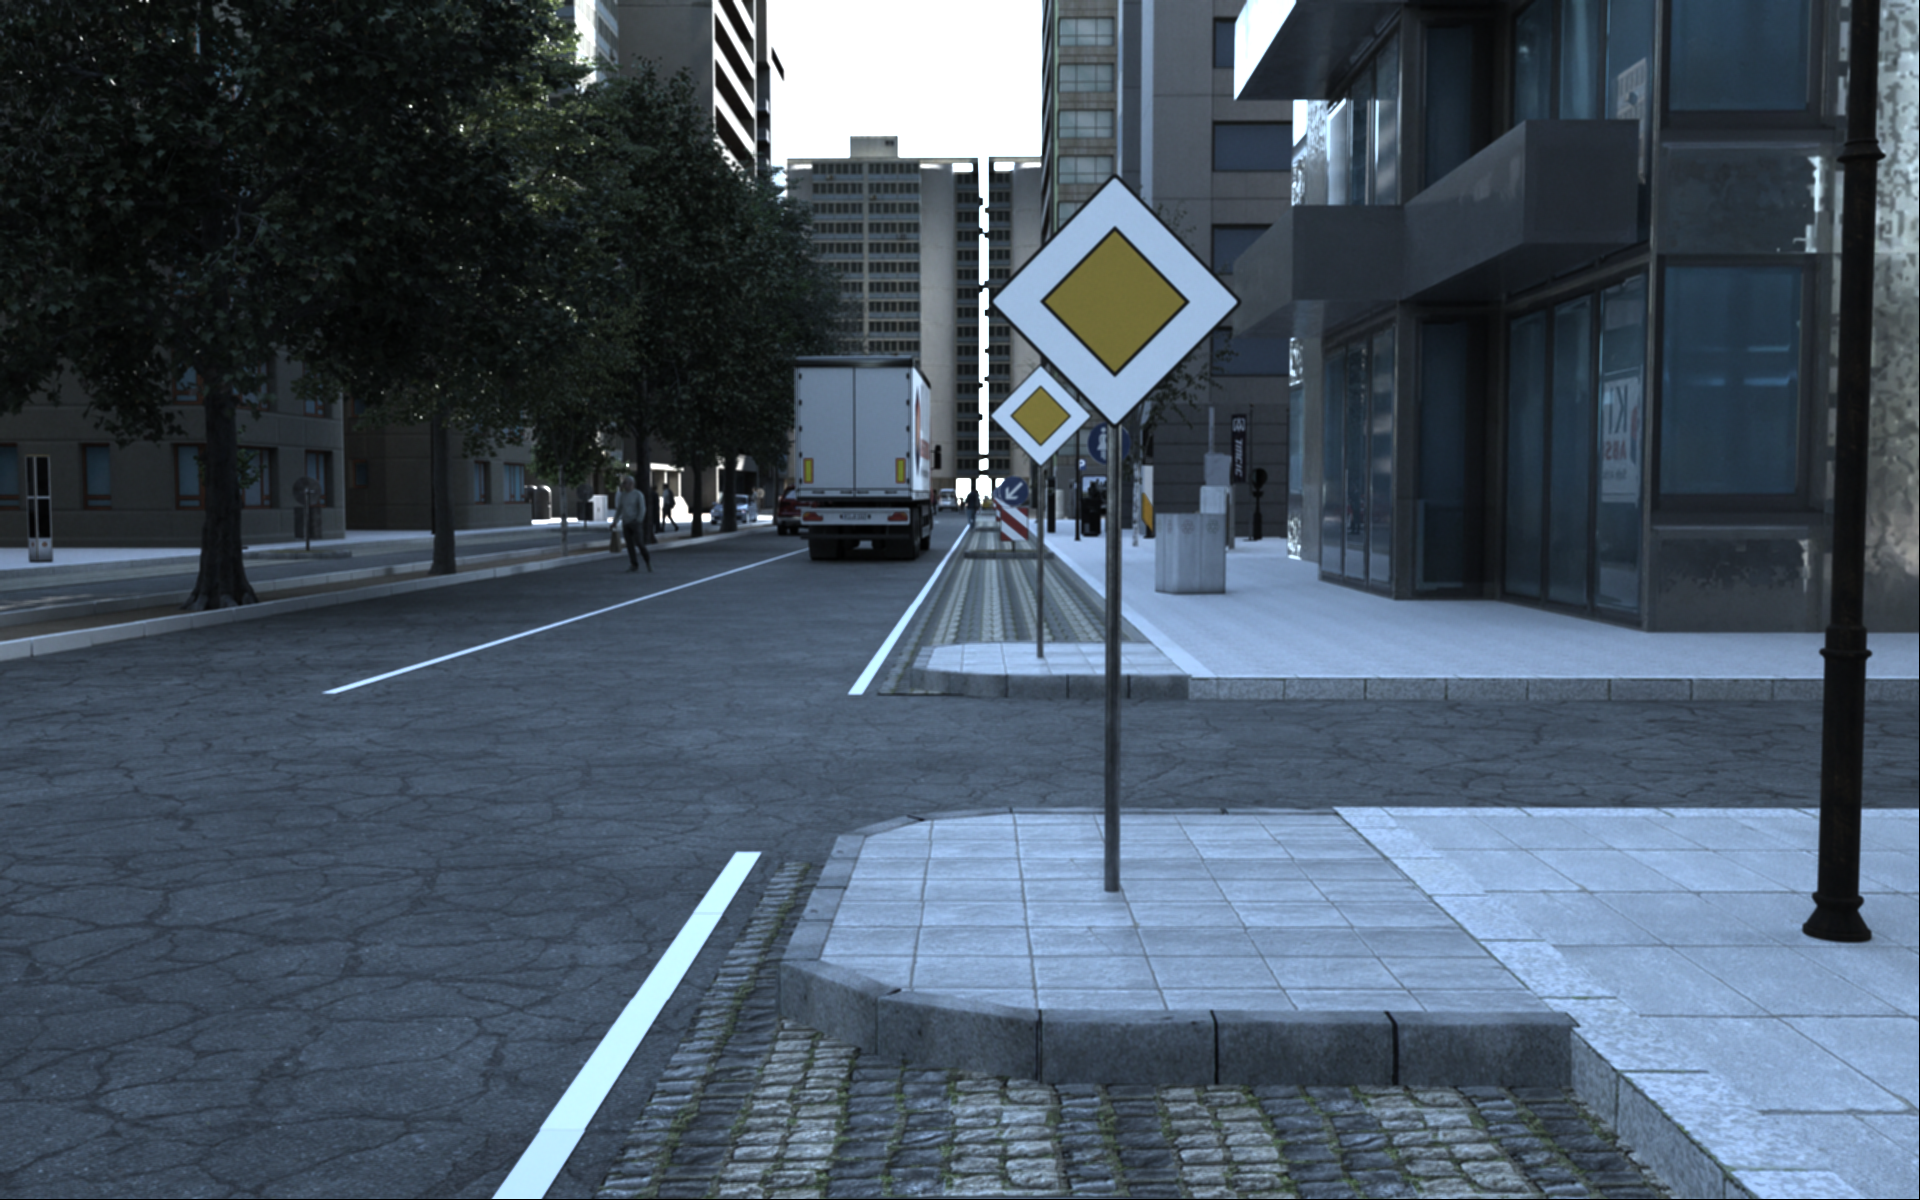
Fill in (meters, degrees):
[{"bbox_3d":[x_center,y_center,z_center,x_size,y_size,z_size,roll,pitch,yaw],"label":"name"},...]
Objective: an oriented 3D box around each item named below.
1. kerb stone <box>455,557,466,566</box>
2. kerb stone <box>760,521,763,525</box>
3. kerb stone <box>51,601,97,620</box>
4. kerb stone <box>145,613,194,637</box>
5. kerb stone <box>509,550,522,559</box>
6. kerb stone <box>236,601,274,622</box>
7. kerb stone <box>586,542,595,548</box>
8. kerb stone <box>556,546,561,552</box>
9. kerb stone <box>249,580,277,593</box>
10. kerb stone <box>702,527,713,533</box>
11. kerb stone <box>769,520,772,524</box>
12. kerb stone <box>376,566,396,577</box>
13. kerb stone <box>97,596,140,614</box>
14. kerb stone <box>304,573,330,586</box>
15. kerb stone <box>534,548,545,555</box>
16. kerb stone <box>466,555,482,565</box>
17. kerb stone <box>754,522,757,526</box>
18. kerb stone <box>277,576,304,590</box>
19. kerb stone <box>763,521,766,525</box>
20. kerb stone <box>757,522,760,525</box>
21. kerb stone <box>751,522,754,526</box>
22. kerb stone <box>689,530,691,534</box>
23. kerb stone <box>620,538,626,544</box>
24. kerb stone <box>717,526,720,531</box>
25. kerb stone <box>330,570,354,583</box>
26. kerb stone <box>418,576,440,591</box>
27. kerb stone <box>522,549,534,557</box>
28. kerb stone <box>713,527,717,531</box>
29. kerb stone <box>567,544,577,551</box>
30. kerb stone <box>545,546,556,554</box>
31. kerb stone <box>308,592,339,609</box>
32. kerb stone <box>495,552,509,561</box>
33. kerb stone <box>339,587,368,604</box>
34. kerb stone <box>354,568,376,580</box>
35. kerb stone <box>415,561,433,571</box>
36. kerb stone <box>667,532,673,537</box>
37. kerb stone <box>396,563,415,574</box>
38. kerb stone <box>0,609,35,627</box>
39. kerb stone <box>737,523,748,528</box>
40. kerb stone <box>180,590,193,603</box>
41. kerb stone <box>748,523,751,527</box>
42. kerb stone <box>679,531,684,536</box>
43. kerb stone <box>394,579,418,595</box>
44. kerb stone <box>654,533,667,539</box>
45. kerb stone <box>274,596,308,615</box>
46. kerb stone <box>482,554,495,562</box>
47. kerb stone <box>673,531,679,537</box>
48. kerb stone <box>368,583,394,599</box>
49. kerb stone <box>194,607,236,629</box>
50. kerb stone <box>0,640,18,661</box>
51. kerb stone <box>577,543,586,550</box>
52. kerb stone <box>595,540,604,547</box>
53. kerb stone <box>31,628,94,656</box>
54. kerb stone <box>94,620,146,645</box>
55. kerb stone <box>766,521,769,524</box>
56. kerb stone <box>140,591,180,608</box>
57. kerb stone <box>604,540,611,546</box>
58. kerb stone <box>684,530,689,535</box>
[{"bbox_3d":[-10.046,-0.741,34.311,0.120,0.150,1.000,0,4,1],"label":"kerb stone"},{"bbox_3d":[-9.262,-3.499,79.404,0.120,0.150,1.000,0,4,1],"label":"kerb stone"},{"bbox_3d":[-10.296,0.136,19.964,0.120,0.150,1.000,0,4,1],"label":"kerb stone"},{"bbox_3d":[-8.226,0.264,17.879,0.120,0.150,1.000,0,4,1],"label":"kerb stone"},{"bbox_3d":[-9.973,-0.992,38.408,0.120,0.150,1.000,0,4,1],"label":"kerb stone"},{"bbox_3d":[-8.186,0.141,19.929,0.120,0.150,1.000,0,4,1],"label":"kerb stone"},{"bbox_3d":[-9.850,-1.430,45.580,0.120,0.150,1.000,0,4,1],"label":"kerb stone"},{"bbox_3d":[-9.899,-1.238,42.508,0.120,0.150,1.000,0,4,1],"label":"kerb stone"},{"bbox_3d":[-10.202,-0.177,25.092,0.120,0.150,1.000,0,4,1],"label":"kerb stone"},{"bbox_3d":[-9.511,-2.621,65.047,0.120,0.150,1.000,0,4,1],"label":"kerb stone"},{"bbox_3d":[-9.213,-3.687,82.479,0.120,0.150,1.000,0,4,1],"label":"kerb stone"},{"bbox_3d":[-10.110,-0.490,30.214,0.120,0.150,1.000,0,4,1],"label":"kerb stone"},{"bbox_3d":[-10.274,0.074,20.990,0.120,0.150,1.000,0,4,1],"label":"kerb stone"},{"bbox_3d":[-10.169,-0.301,27.145,0.120,0.150,1.000,0,4,1],"label":"kerb stone"},{"bbox_3d":[-9.943,-1.116,40.460,0.120,0.150,1.000,0,4,1],"label":"kerb stone"},{"bbox_3d":[-10.021,-0.798,35.336,0.120,0.150,1.000,0,4,1],"label":"kerb stone"},{"bbox_3d":[-9.306,-3.374,77.354,0.120,0.150,1.000,0,4,1],"label":"kerb stone"},{"bbox_3d":[-10.184,-0.236,26.115,0.120,0.150,1.000,0,4,1],"label":"kerb stone"},{"bbox_3d":[-9.245,-3.561,80.426,0.120,0.150,1.000,0,4,1],"label":"kerb stone"},{"bbox_3d":[-9.278,-3.436,78.382,0.120,0.150,1.000,0,4,1],"label":"kerb stone"},{"bbox_3d":[-9.314,-3.307,76.323,0.120,0.150,1.000,0,4,1],"label":"kerb stone"},{"bbox_3d":[-9.586,-2.371,60.959,0.120,0.150,1.000,0,4,1],"label":"kerb stone"},{"bbox_3d":[-9.759,-1.744,50.715,0.120,0.150,1.000,0,4,1],"label":"kerb stone"},{"bbox_3d":[-9.480,-2.746,67.099,0.120,0.150,1.000,0,4,1],"label":"kerb stone"},{"bbox_3d":[-10.148,-0.364,28.170,0.120,0.150,1.000,0,4,1],"label":"kerb stone"},{"bbox_3d":[-8.084,-0.237,26.075,0.120,0.150,1.000,0,4,1],"label":"kerb stone"},{"bbox_3d":[-9.953,-1.050,39.431,0.120,0.150,1.000,0,4,1],"label":"kerb stone"},{"bbox_3d":[-9.496,-2.681,66.071,0.120,0.150,1.000,0,4,1],"label":"kerb stone"},{"bbox_3d":[-9.881,-1.300,43.530,0.120,0.150,1.000,0,4,1],"label":"kerb stone"},{"bbox_3d":[-9.918,-1.173,41.482,0.120,0.150,1.000,0,4,1],"label":"kerb stone"},{"bbox_3d":[-8.154,0.014,21.973,0.120,0.150,1.000,0,4,1],"label":"kerb stone"},{"bbox_3d":[-9.994,-0.926,37.385,0.120,0.150,1.000,0,4,1],"label":"kerb stone"},{"bbox_3d":[-8.134,-0.044,22.995,0.120,0.150,1.000,0,4,1],"label":"kerb stone"},{"bbox_3d":[-10.128,-0.428,29.192,0.120,0.150,1.000,0,4,1],"label":"kerb stone"},{"bbox_3d":[-10.076,-0.616,32.267,0.120,0.150,1.000,0,4,1],"label":"kerb stone"},{"bbox_3d":[-9.656,-2.121,56.869,0.120,0.150,1.000,0,4,1],"label":"kerb stone"},{"bbox_3d":[-10.096,-0.547,31.240,0.120,0.150,1.000,0,4,1],"label":"kerb stone"},{"bbox_3d":[-10.304,0.199,18.942,0.120,0.150,1.000,0,4,1],"label":"kerb stone"},{"bbox_3d":[-9.347,-3.185,74.273,0.120,0.150,1.000,0,4,1],"label":"kerb stone"},{"bbox_3d":[-10.238,-0.052,23.042,0.120,0.150,1.000,0,4,1],"label":"kerb stone"},{"bbox_3d":[-9.338,-3.246,75.295,0.120,0.150,1.000,0,4,1],"label":"kerb stone"},{"bbox_3d":[-9.620,-2.246,58.914,0.120,0.150,1.000,0,4,1],"label":"kerb stone"},{"bbox_3d":[-8.100,-0.174,25.043,0.120,0.150,1.000,0,4,1],"label":"kerb stone"},{"bbox_3d":[-9.669,-2.058,55.847,0.120,0.150,1.000,0,4,1],"label":"kerb stone"},{"bbox_3d":[-8.173,0.076,20.951,0.120,0.150,1.000,0,4,1],"label":"kerb stone"},{"bbox_3d":[-10.011,-0.861,36.361,0.120,0.150,1.000,0,4,1],"label":"kerb stone"},{"bbox_3d":[-9.632,-2.182,57.892,0.120,0.150,1.000,0,4,1],"label":"kerb stone"},{"bbox_3d":[-8.119,-0.111,24.017,0.120,0.150,1.000,0,4,1],"label":"kerb stone"},{"bbox_3d":[-8.207,0.205,18.901,0.120,0.150,1.000,0,4,1],"label":"kerb stone"},{"bbox_3d":[-8.277,0.455,14.800,0.120,0.150,1.000,0,4,1],"label":"kerb stone"},{"bbox_3d":[-9.865,-1.364,44.552,0.120,0.150,1.000,0,4,1],"label":"kerb stone"},{"bbox_3d":[-9.833,-1.492,46.609,0.120,0.150,1.000,0,4,1],"label":"kerb stone"},{"bbox_3d":[-8.255,0.390,15.827,0.120,0.150,1.000,0,4,1],"label":"kerb stone"},{"bbox_3d":[-8.248,0.331,16.857,0.120,0.150,1.000,0,4,1],"label":"kerb stone"},{"bbox_3d":[-9.229,-3.620,81.448,0.120,0.150,1.000,0,4,1],"label":"kerb stone"},{"bbox_3d":[-10.249,0.011,22.017,0.120,0.150,1.000,0,4,1],"label":"kerb stone"},{"bbox_3d":[-9.813,-1.556,47.631,0.120,0.150,1.000,0,4,1],"label":"kerb stone"},{"bbox_3d":[-9.604,-2.303,59.937,0.120,0.150,1.000,0,4,1],"label":"kerb stone"}]
